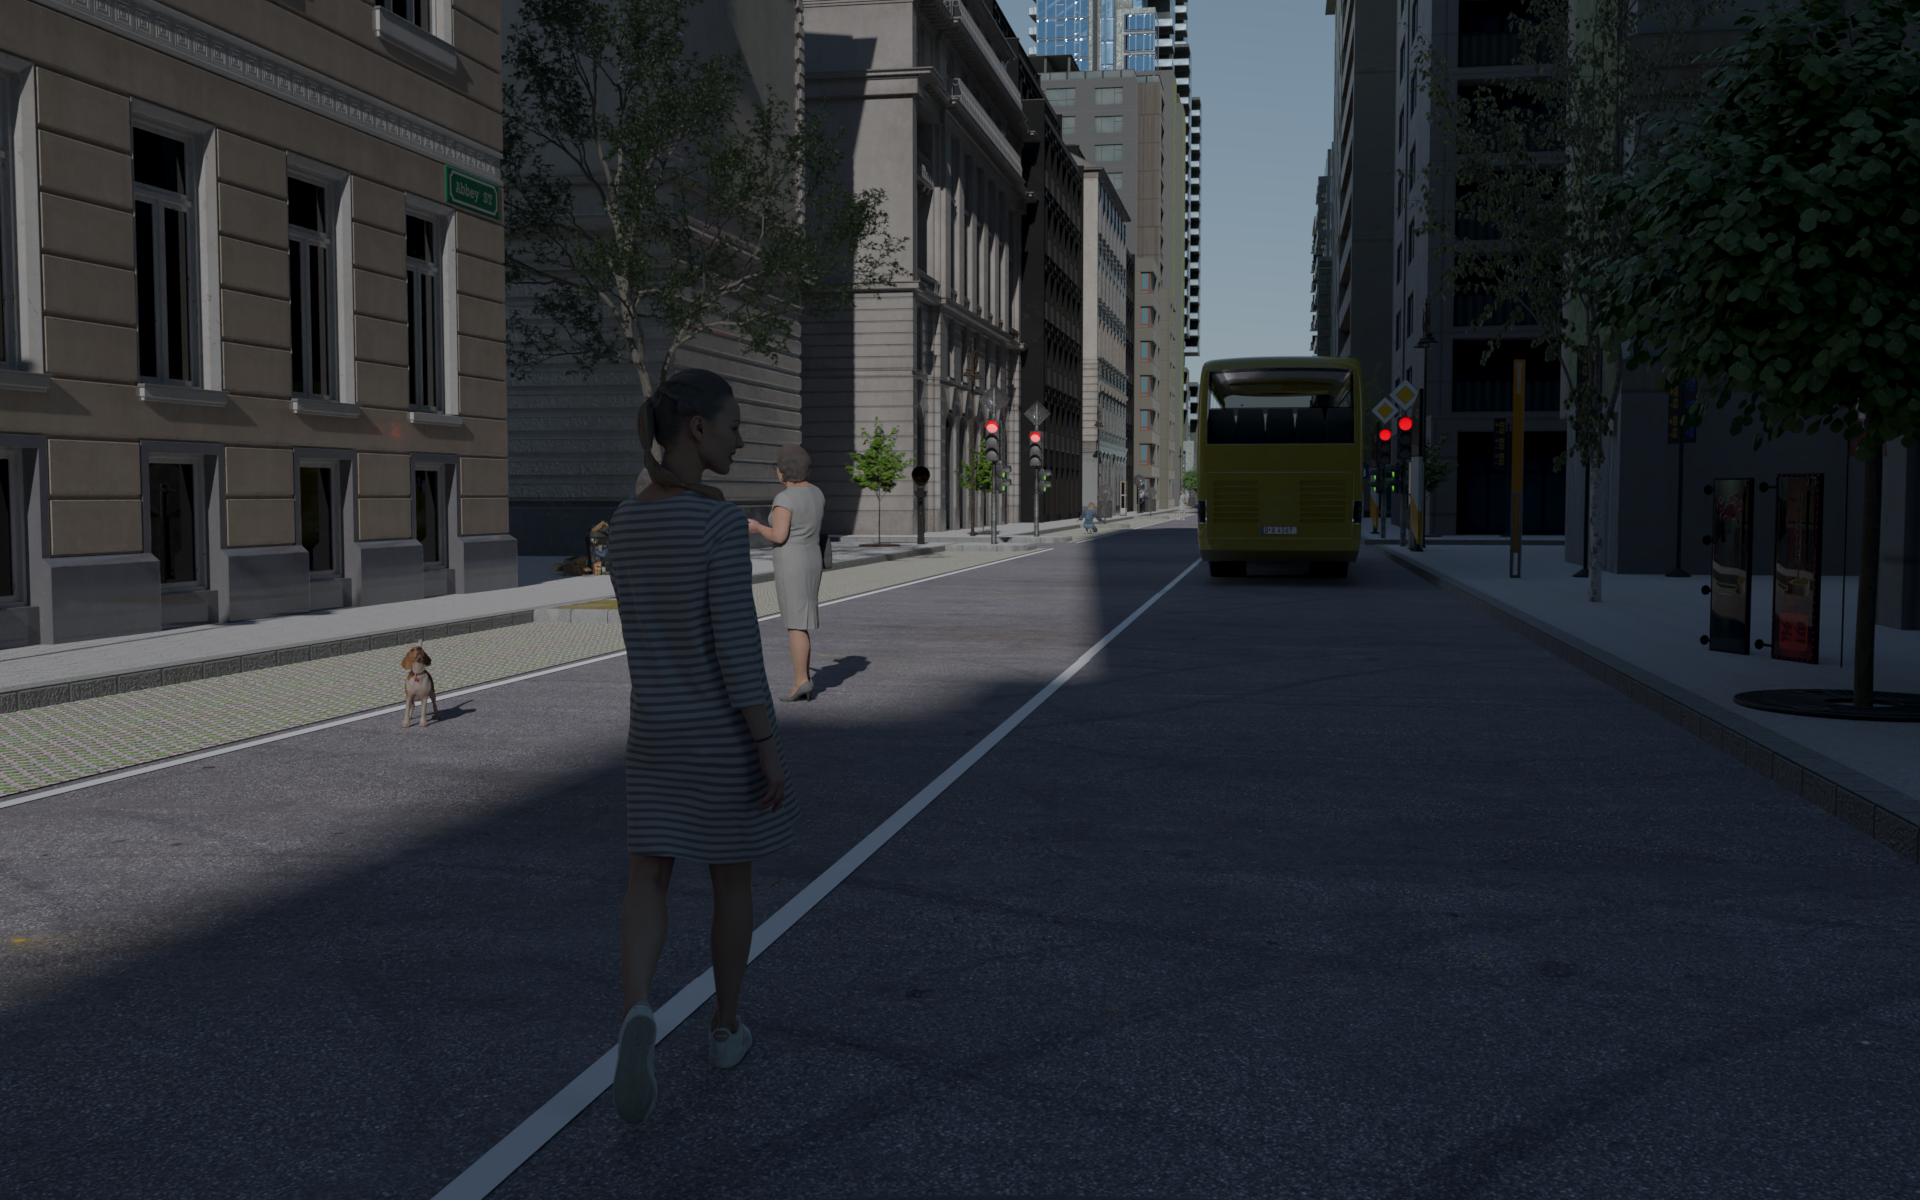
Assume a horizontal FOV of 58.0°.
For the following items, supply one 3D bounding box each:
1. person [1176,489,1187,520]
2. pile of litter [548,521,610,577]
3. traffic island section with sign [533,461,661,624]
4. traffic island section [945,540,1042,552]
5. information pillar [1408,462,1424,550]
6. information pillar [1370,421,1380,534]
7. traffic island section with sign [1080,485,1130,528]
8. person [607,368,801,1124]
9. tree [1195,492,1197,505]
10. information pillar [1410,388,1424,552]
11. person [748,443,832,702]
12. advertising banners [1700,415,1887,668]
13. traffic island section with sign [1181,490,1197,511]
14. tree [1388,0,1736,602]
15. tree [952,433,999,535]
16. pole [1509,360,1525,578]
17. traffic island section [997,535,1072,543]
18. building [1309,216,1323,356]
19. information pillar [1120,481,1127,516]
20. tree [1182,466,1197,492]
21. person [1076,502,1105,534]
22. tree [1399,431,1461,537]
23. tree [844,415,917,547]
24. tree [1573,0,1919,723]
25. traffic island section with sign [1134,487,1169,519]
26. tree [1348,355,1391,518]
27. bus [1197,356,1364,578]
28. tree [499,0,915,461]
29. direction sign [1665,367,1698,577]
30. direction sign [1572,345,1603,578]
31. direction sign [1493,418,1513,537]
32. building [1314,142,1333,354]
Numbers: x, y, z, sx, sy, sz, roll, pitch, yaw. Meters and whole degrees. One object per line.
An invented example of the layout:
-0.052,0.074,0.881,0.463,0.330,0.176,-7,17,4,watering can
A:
12.281,-5.265,95.594,0.522,1.701,0.512,3,5,44,person
-6.023,-0.839,27.679,1.176,0.858,1.719,1,4,10,pile of litter
-3.590,-0.692,19.947,1.989,1.847,2.006,1,4,10,traffic island section with sign
0.843,-1.344,44.247,2.009,0.180,2.903,1,4,10,traffic island section
10.464,-2.157,39.754,0.304,2.012,0.304,0,4,5,information pillar
13.382,-3.944,55.847,0.183,3.616,0.504,-1,4,-10,information pillar
6.182,-3.962,73.407,1.989,1.847,2.006,1,4,10,traffic island section with sign
-0.635,0.312,4.156,0.466,1.731,0.760,0,4,2,person
28.284,-13.073,208.350,1.663,3.219,1.824,0,3,0,tree
10.187,-2.890,38.612,0.183,3.616,0.504,0,4,-5,information pillar
-1.169,-0.196,12.060,0.532,1.782,0.716,2,4,27,person
6.385,-1.041,13.201,0.090,3.025,2.074,-1,4,-13,advertising banners
20.082,-8.614,149.458,1.989,1.847,2.006,1,4,10,traffic island section with sign
7.326,-4.284,20.405,4.360,8.622,3.978,0,3,0,tree
0.827,-3.696,55.034,1.663,3.219,1.824,0,3,0,tree
8.495,-1.991,26.393,0.158,3.312,0.155,0,3,0,pole
2.280,-1.824,52.103,2.009,0.180,2.903,1,4,10,traffic island section
64.692,-37.281,264.168,22.147,44.769,28.867,1,4,10,building
9.555,-5.908,101.079,0.304,2.012,0.304,2,4,24,information pillar
27.140,-13.337,201.767,4.285,4.588,4.351,0,3,0,tree
4.596,-2.933,61.955,1.012,1.151,0.738,2,4,24,person
13.913,-3.514,52.059,1.663,3.219,1.824,0,3,0,tree
-2.023,-2.929,42.497,1.663,3.219,1.824,0,3,0,tree
5.451,-1.620,10.202,4.285,4.588,4.351,0,3,0,tree
11.127,-5.619,100.500,1.989,1.847,2.006,1,4,10,traffic island section with sign
21.108,-8.579,90.635,4.737,8.622,4.395,0,3,0,tree
6.010,-2.513,32.629,2.896,3.916,12.252,1,4,10,bus
-4.974,-5.767,28.703,8.767,10.594,7.601,-1,4,-12,tree
11.131,-2.125,26.735,0.379,3.537,0.876,0,4,-3,direction sign
9.662,-2.120,26.656,0.379,3.537,0.876,3,5,43,direction sign
16.384,-3.658,51.802,0.876,3.537,0.379,0,4,0,direction sign
59.400,-37.605,234.445,23.786,49.044,30.456,1,4,10,building
